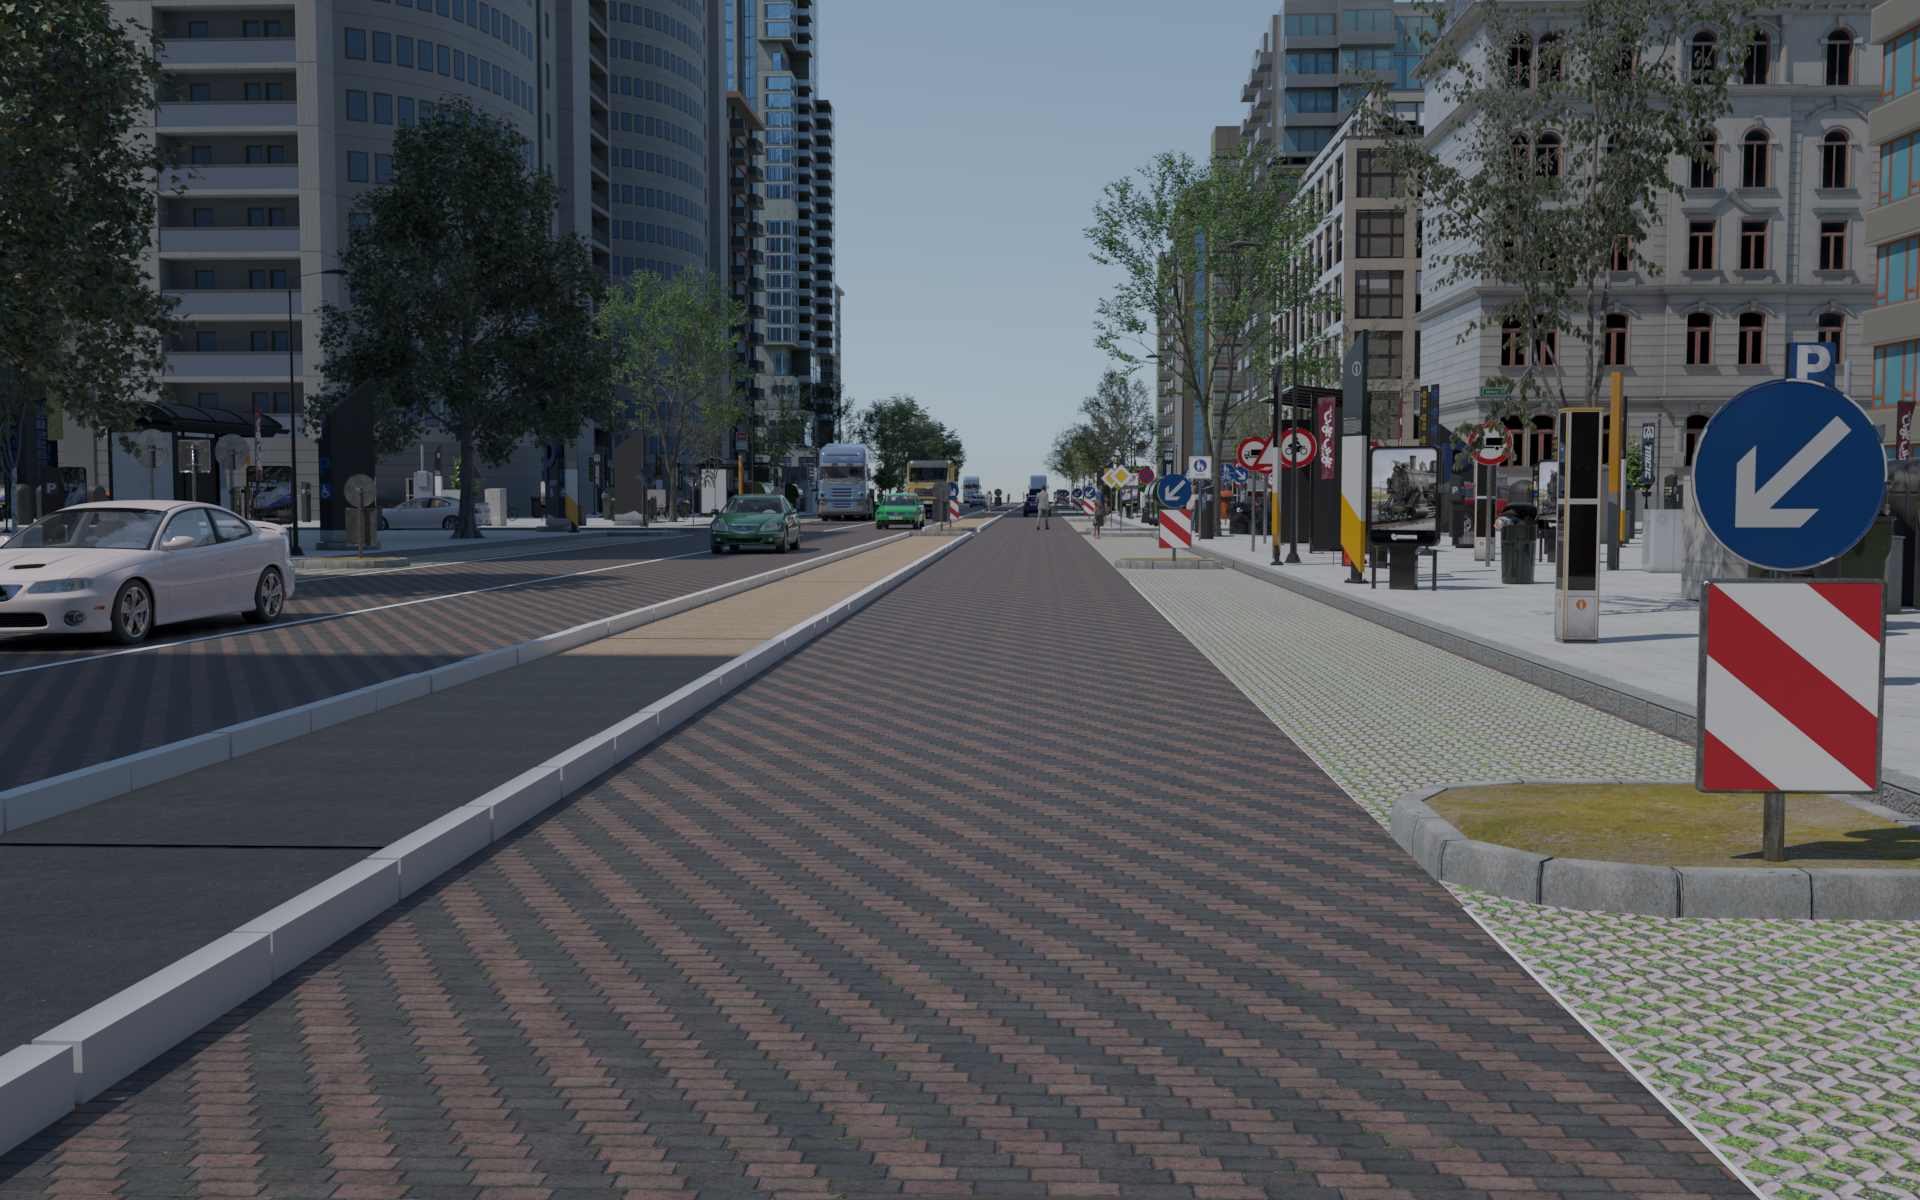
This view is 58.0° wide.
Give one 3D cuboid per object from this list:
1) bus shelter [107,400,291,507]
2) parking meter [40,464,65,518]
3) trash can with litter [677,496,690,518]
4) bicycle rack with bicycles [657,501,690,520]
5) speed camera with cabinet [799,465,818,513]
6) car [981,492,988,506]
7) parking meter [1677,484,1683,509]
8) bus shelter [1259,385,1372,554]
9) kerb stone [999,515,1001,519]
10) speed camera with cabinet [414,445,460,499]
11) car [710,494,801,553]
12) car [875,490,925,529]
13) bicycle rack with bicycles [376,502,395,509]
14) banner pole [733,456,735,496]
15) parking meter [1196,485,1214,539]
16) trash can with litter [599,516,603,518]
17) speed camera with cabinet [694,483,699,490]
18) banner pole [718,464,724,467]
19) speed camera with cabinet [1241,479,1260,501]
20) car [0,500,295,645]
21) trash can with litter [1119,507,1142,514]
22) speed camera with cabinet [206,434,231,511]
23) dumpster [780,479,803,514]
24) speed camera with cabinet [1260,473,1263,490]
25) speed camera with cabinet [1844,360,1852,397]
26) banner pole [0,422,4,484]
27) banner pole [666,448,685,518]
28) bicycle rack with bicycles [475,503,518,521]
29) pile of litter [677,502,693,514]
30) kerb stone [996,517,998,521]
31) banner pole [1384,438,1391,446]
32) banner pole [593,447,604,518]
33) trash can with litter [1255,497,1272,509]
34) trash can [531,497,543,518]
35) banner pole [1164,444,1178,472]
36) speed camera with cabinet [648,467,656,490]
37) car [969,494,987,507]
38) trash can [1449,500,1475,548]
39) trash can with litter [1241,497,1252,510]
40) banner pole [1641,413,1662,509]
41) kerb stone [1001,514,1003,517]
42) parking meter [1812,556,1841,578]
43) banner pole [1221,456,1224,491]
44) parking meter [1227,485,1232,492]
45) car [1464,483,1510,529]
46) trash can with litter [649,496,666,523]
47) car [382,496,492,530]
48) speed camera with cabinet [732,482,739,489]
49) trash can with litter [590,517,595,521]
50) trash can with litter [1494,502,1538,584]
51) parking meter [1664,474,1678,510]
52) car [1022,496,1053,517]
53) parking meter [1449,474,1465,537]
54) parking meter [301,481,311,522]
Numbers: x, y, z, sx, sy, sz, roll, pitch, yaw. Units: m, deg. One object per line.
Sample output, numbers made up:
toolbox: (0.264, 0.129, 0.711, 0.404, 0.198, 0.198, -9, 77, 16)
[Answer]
bus shelter: (-17.683, -2.829, 40.185, 2.014, 3.302, 5.546, 0, 4, 3)
parking meter: (-17.968, -1.750, 34.326, 0.399, 1.863, 0.255, -1, 4, -23)
trash can with litter: (-15.006, -4.987, 92.929, 1.055, 1.170, 0.624, 0, 4, 0)
bicycle rack with bicycles: (-14.731, -4.435, 85.902, 2.925, 0.926, 2.852, -3, 4, -38)
speed camera with cabinet: (-10.237, -7.499, 116.942, 0.660, 3.252, 2.038, 1, 4, 16)
car: (2.486, -11.762, 202.532, 2.015, 1.641, 3.980, 0, 4, 2)
parking meter: (18.328, -2.166, 43.822, 0.372, 1.533, 0.369, 0, 3, 0)
bus shelter: (8.183, -2.994, 40.242, 1.731, 3.624, 6.357, 0, 4, 3)
kerb stone: (2.040, -4.464, 95.187, 0.120, 0.150, 1.000, 0, 4, 3)
speed camera with cabinet: (-21.005, -4.635, 70.123, 2.038, 3.252, 0.660, -1, 4, -10)
car: (-5.069, -1.927, 43.300, 2.131, 1.459, 4.920, 0, 4, 1)
car: (-2.443, -3.839, 71.557, 1.959, 1.807, 4.718, 0, 4, 3)
bicycle rack with bicycles: (-27.634, -4.088, 80.221, 2.925, 0.926, 2.852, 0, 4, -1)
banner pole: (-14.973, -7.623, 114.655, 0.401, 3.779, 0.863, 0, 4, 2)
parking meter: (7.018, -2.490, 49.120, 0.372, 1.533, 0.369, 0, 3, 0)
trash can with litter: (-19.039, -5.075, 94.041, 1.678, 1.210, 2.233, -1, 4, -11)
speed camera with cabinet: (-20.505, -8.940, 140.500, 2.038, 3.252, 0.660, -2, 4, -27)
banner pole: (-17.098, -8.273, 125.284, 0.863, 3.779, 0.401, -1, 4, -8)
speed camera with cabinet: (17.179, -6.720, 104.206, 0.660, 3.252, 2.038, -1, 4, -13)
car: (-8.658, -0.344, 17.989, 2.083, 1.381, 4.827, 0, 4, 4)
trash can with litter: (11.721, -6.291, 113.909, 2.233, 1.210, 1.678, 3, 5, 40)
speed camera with cabinet: (-23.320, -3.681, 54.520, 0.660, 3.252, 2.038, -2, 4, -33)
dumpster: (-11.111, -6.748, 112.827, 1.502, 2.255, 1.985, 0, 4, 3)
speed camera with cabinet: (20.534, -7.732, 120.754, 0.660, 3.252, 2.038, -1, 4, -10)
speed camera with cabinet: (12.650, -1.952, 26.253, 0.660, 3.252, 2.038, -2, 4, -30)
banner pole: (-29.486, -3.835, 52.713, 0.401, 3.779, 0.863, 2, 4, 32)
banner pole: (-15.656, -6.396, 94.587, 0.863, 3.779, 0.401, -2, 4, -33)
bicycle rack with bicycles: (-22.490, -4.216, 82.314, 2.925, 0.926, 2.852, -2, 4, -25)
pile of litter: (-17.878, -5.928, 110.894, 1.719, 0.858, 1.176, -1, 4, -9)
kerb stone: (1.711, -4.026, 88.018, 0.120, 0.150, 1.000, 0, 4, 3)
banner pole: (19.232, -5.382, 78.010, 0.401, 3.779, 0.863, 3, 4, 36)
banner pole: (-19.117, -6.233, 91.923, 0.401, 3.779, 0.863, 3, 5, 42)
trash can with litter: (11.860, -3.371, 66.499, 0.624, 1.170, 1.055, -1, 4, -21)
trash can: (-22.727, -4.983, 93.117, 0.748, 1.137, 0.748, 0, 3, 0)
banner pole: (10.700, -5.964, 87.536, 0.863, 3.779, 0.401, 1, 4, 17)
speed camera with cabinet: (-23.096, -8.149, 127.574, 0.660, 3.252, 2.038, 3, 5, 44)
car: (1.973, -10.808, 188.705, 2.014, 1.417, 4.499, 0, 4, 3)
trash can: (11.971, -1.796, 41.019, 0.748, 1.137, 0.748, 0, 3, 0)
trash can with litter: (12.685, -4.005, 76.870, 0.624, 1.170, 1.055, 3, 5, 39)
banner pole: (21.355, -3.880, 53.448, 0.401, 3.779, 0.863, -2, 4, -29)
kerb stone: (2.273, -4.775, 100.327, 0.120, 0.150, 1.000, 0, 4, 3)
parking meter: (7.580, -0.422, 15.305, 0.372, 1.533, 0.369, 0, 3, 0)
banner pole: (17.100, -7.547, 113.405, 0.401, 3.779, 0.863, 3, 5, 43)
parking meter: (16.266, -6.065, 104.873, 0.255, 1.863, 0.399, -3, 5, -43)
car: (19.251, -3.251, 61.832, 5.304, 1.827, 2.281, 0, 4, 3)
trash can with litter: (-13.713, -3.965, 75.887, 1.678, 1.210, 2.233, 1, 4, 17)
car: (-20.020, -3.214, 64.904, 4.827, 1.381, 2.083, 0, 4, 4)
speed camera with cabinet: (-16.997, -8.312, 130.240, 0.660, 3.252, 2.038, 1, 4, 9)
trash can with litter: (-18.927, -4.424, 83.388, 2.233, 1.210, 1.678, 3, 5, 42)
trash can with litter: (7.969, -0.829, 24.946, 0.624, 1.170, 1.055, 1, 4, 12)
parking meter: (20.890, -2.766, 50.934, 0.399, 1.863, 0.255, -3, 5, -45)
car: (4.928, -5.970, 110.185, 1.945, 1.354, 3.894, 0, 4, 4)
parking meter: (14.744, -2.793, 51.375, 0.399, 1.863, 0.255, 3, 5, 43)
parking meter: (-29.692, -4.462, 78.667, 0.399, 1.863, 0.255, 2, 4, 30)
